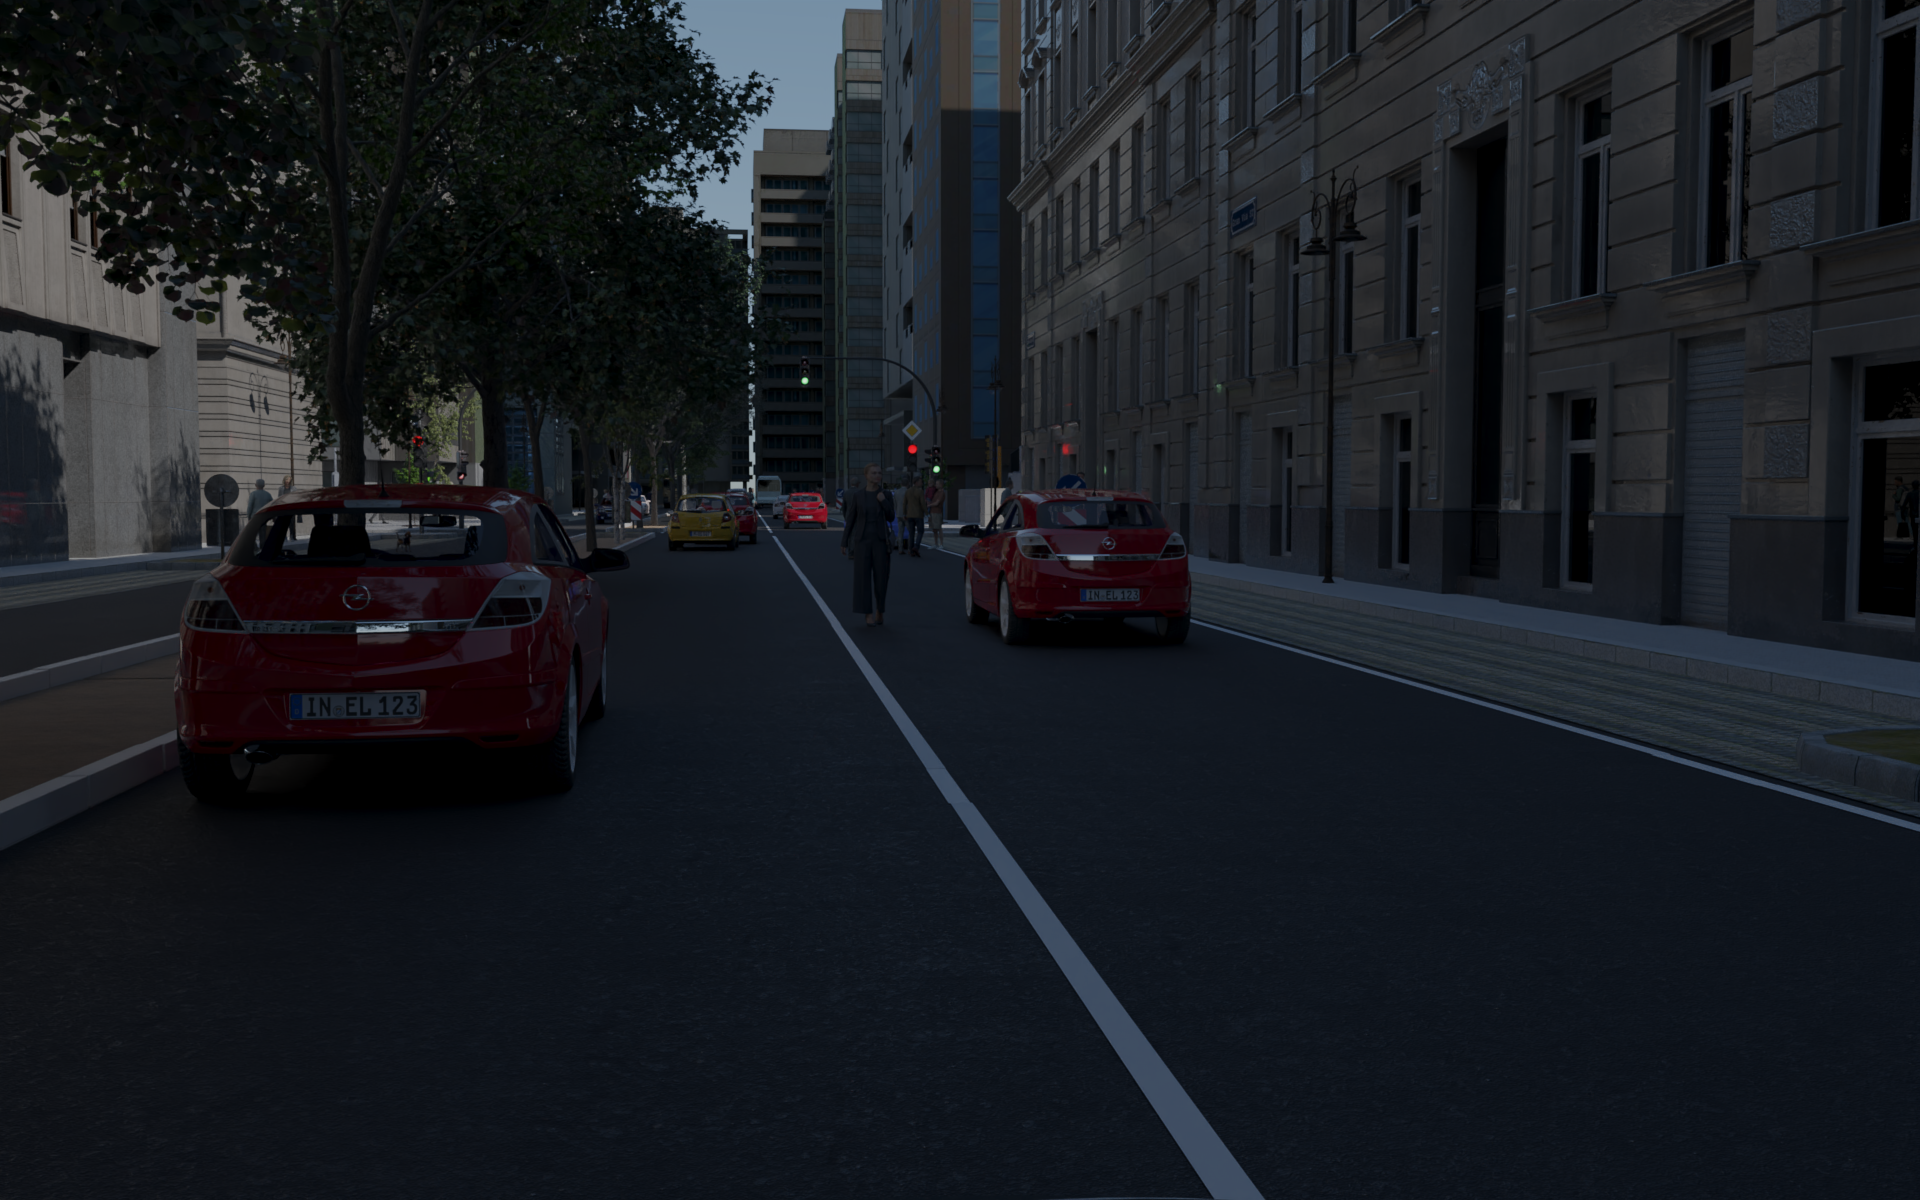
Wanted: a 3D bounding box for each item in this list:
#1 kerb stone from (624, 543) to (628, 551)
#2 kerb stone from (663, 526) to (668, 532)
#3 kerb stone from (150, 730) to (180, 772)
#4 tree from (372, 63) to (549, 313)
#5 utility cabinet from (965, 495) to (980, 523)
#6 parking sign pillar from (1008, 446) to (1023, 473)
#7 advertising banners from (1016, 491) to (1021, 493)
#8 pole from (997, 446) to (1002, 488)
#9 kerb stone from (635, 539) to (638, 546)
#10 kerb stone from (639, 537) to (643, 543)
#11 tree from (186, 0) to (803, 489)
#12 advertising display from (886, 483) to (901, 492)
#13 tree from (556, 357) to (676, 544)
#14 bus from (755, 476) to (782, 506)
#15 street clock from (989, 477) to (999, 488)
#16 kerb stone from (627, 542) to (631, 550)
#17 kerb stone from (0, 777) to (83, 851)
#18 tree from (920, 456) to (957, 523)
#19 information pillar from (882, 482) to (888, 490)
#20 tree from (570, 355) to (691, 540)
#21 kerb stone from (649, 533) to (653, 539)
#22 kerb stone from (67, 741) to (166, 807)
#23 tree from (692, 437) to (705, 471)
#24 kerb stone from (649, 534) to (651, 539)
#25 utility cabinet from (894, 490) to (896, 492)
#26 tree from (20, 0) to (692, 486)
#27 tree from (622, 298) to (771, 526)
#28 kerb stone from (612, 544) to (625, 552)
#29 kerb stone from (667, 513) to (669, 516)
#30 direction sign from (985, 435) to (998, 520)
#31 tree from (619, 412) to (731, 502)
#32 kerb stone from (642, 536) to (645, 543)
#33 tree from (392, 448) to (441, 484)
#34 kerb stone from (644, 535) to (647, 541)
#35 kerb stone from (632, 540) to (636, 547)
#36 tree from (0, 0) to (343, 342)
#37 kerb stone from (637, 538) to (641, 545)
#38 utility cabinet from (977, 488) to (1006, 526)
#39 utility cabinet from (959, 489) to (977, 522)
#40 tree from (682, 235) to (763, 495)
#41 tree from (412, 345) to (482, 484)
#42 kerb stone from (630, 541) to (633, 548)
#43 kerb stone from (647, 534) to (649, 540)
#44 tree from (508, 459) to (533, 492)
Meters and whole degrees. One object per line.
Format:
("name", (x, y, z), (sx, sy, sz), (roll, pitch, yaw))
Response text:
("kerb stone", (-8.396, -1.272, 42.985), (0.120, 0.150, 1.000), (0, 4, -7))
("kerb stone", (-11.501, -2.796, 67.939), (0.120, 0.150, 1.000), (0, 4, -7))
("kerb stone", (-4.217, 0.788, 9.412), (0.120, 0.150, 1.000), (0, 4, -7))
("tree", (-8.512, -6.017, 35.242), (8.767, 10.594, 7.601), (0, 4, -7))
("utility cabinet", (0.738, -4.051, 77.388), (1.020, 1.237, 0.306), (0, 4, 5))
("parking sign pillar", (2.831, -5.493, 78.290), (1.447, 3.967, 1.447), (-1, 4, -19))
("advertising banners", (2.796, -4.338, 67.118), (0.090, 3.025, 2.074), (3, 4, 36))
("pole", (1.695, -4.905, 74.034), (0.158, 3.312, 0.155), (0, 3, 0))
("kerb stone", (-8.895, -1.520, 47.047), (0.120, 0.150, 1.000), (0, 4, -7))
("kerb stone", (-9.157, -1.640, 49.084), (0.120, 0.150, 1.000), (0, 4, -7))
("tree", (-7.202, -6.552, 26.583), (9.611, 12.733, 9.660), (0, 3, 0))
("advertising display", (-3.951, -6.036, 103.899), (0.974, 1.923, 0.123), (0, 4, 2))
("tree", (-9.774, -5.895, 49.208), (4.737, 8.622, 4.395), (0, 3, 0))
("bus", (-20.191, -11.505, 182.962), (2.948, 3.499, 13.247), (0, 4, -6))
("street clock", (1.410, -4.089, 71.420), (0.358, 2.002, 0.471), (2, 4, 27))
("kerb stone", (-8.518, -1.331, 44.000), (0.120, 0.150, 1.000), (0, 4, -7))
("kerb stone", (-3.965, 0.906, 7.375), (0.120, 0.150, 1.000), (0, 4, -7))
("tree", (-0.909, -4.998, 76.320), (1.663, 3.219, 1.824), (0, 3, 0))
("information pillar", (-4.499, -6.111, 104.409), (0.304, 2.012, 0.304), (1, 4, 11))
("tree", (-10.529, -6.176, 53.789), (4.360, 8.622, 3.978), (0, 3, 0))
("kerb stone", (-9.782, -1.956, 54.175), (0.120, 0.150, 1.000), (0, 4, -7))
("kerb stone", (-4.091, 0.844, 8.392), (0.120, 0.150, 1.000), (0, 4, -7))
("tree", (-19.949, -10.638, 126.750), (4.360, 8.622, 3.978), (0, 3, 0))
("kerb stone", (-9.657, -1.891, 53.161), (0.120, 0.150, 1.000), (0, 4, -7))
("utility cabinet", (-3.022, -4.937, 89.396), (0.318, 1.500, 1.173), (1, 4, 19))
("tree", (-5.968, -5.421, 16.842), (9.928, 11.665, 9.643), (0, 3, 0))
("tree", (-14.804, -10.781, 89.100), (12.009, 13.543, 11.850), (0, 3, 0))
("kerb stone", (-8.265, -1.210, 41.972), (0.120, 0.150, 1.000), (0, 4, -7))
("kerb stone", (-19.154, -5.521, 112.474), (0.120, 0.150, 1.000), (0, 4, -7))
("direction sign", (1.200, -4.549, 66.376), (0.379, 3.537, 0.876), (-2, 4, -31))
("tree", (-17.383, -11.369, 106.459), (7.486, 12.596, 7.792), (0, 3, 0))
("kerb stone", (-9.282, -1.707, 50.098), (0.120, 0.150, 1.000), (0, 4, -7))
("tree", (-21.673, -4.514, 68.412), (1.663, 3.219, 1.824), (0, 3, 0))
("kerb stone", (-9.402, -1.769, 51.113), (0.120, 0.150, 1.000), (0, 4, -7))
("kerb stone", (-8.768, -1.458, 46.033), (0.120, 0.150, 1.000), (0, 4, -7))
("tree", (-5.073, -5.977, 6.831), (9.857, 13.997, 8.962), (0, 3, 0))
("kerb stone", (-9.023, -1.583, 48.071), (0.120, 0.150, 1.000), (0, 4, -7))
("utility cabinet", (1.343, -3.625, 67.943), (1.173, 1.500, 0.318), (-3, 4, -37))
("utility cabinet", (0.524, -4.309, 79.128), (1.173, 1.500, 0.318), (2, 4, 24))
("tree", (-19.834, -15.767, 116.131), (12.611, 20.169, 13.585), (0, 3, 0))
("tree", (-22.566, -7.559, 73.952), (4.737, 8.622, 4.395), (0, 3, 0))
("kerb stone", (-8.658, -1.396, 45.017), (0.120, 0.150, 1.000), (0, 4, -7))
("kerb stone", (-9.534, -1.831, 52.137), (0.120, 0.150, 1.000), (0, 4, -7))
("tree", (-24.438, -6.203, 96.019), (1.663, 3.219, 1.824), (0, 3, 0))
